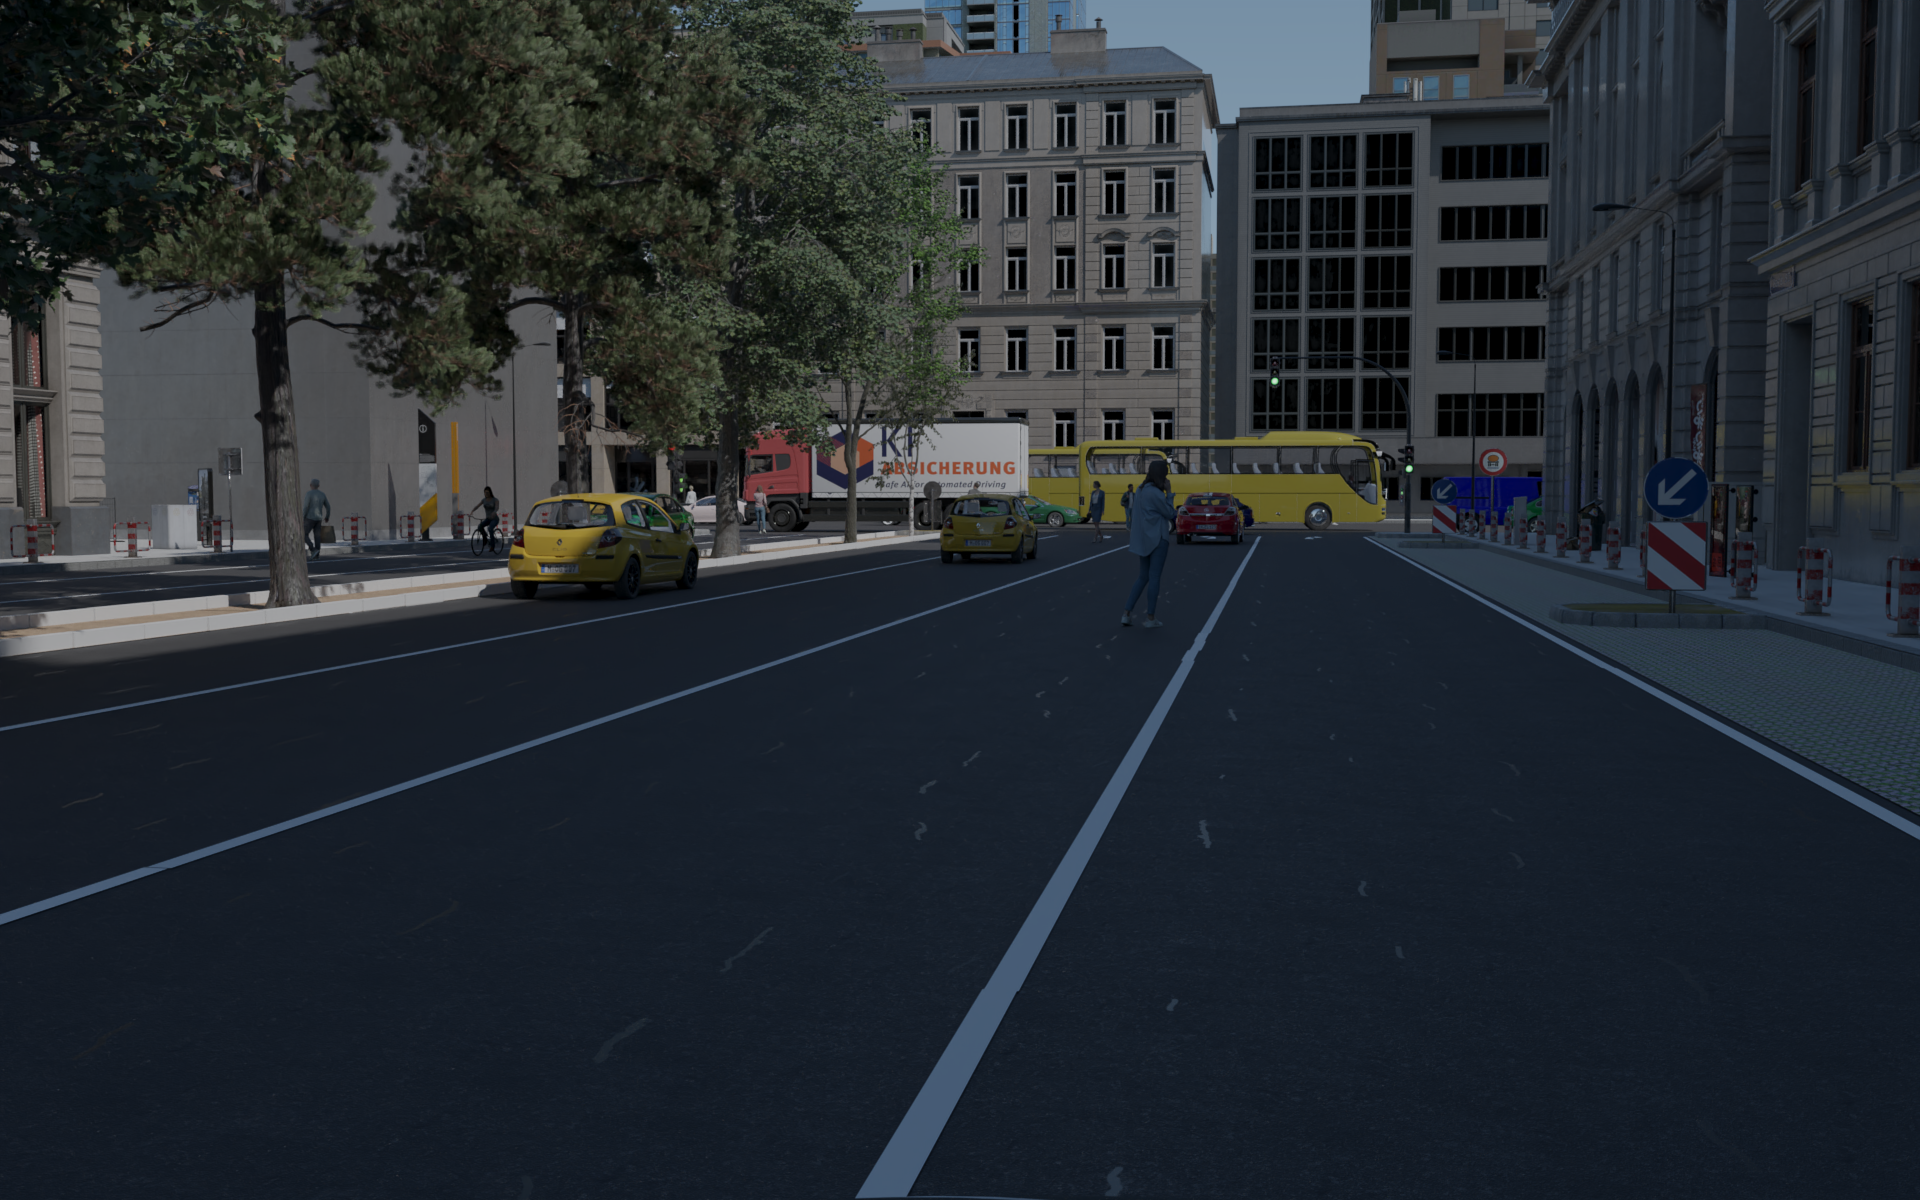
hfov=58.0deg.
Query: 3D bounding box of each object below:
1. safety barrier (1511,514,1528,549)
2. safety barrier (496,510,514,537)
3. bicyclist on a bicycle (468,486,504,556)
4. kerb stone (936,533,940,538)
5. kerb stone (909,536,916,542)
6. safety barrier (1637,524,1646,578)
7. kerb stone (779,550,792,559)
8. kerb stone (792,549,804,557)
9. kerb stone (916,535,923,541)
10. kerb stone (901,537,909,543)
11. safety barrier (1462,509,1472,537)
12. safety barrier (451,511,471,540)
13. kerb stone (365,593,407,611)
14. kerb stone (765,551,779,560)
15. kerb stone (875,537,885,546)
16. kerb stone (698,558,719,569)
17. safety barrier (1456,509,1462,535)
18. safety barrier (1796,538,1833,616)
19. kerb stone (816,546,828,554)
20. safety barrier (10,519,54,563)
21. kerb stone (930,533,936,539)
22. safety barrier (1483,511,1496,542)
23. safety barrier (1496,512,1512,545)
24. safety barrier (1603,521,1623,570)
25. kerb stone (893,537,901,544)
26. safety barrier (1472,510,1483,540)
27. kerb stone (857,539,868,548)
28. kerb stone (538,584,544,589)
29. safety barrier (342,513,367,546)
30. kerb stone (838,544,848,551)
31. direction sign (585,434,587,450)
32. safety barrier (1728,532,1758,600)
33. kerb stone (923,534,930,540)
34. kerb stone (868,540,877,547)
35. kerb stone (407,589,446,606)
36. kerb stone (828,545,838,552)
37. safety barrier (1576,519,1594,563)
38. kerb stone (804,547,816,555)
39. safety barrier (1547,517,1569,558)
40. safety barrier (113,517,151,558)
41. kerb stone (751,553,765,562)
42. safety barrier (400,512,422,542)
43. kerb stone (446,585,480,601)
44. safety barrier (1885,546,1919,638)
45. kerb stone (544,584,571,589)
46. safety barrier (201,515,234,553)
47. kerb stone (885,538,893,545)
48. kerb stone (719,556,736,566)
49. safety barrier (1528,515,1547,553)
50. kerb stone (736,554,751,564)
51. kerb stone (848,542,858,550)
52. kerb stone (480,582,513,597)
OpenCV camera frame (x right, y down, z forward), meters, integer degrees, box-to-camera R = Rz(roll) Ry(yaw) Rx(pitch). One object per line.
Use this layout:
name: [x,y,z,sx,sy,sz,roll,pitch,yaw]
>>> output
safety barrier: [13.177,-1.604,40.498,0.300,0.817,1.120,1,4,11]
safety barrier: [-13.541,-2.280,51.558,0.300,0.817,1.120,1,4,11]
bicyclist on a bicycle: [-11.022,-1.858,40.408,1.499,1.676,1.625,1,4,12]
kerb stone: [-0.801,-2.068,55.999,0.120,0.150,1.000,1,4,11]
kerb stone: [-1.562,-1.819,51.958,0.120,0.150,1.000,1,4,11]
safety barrier: [10.584,-0.755,26.623,0.300,0.817,1.120,1,4,11]
kerb stone: [-4.014,-1.011,38.808,0.120,0.150,1.000,1,4,11]
kerb stone: [-3.828,-1.078,39.821,0.120,0.150,1.000,1,4,11]
kerb stone: [-1.363,-1.881,52.969,0.120,0.150,1.000,1,4,11]
kerb stone: [-1.744,-1.759,50.949,0.120,0.150,1.000,1,4,11]
safety barrier: [15.254,-2.284,51.616,0.300,0.817,1.120,1,4,11]
safety barrier: [-14.060,-2.111,48.785,0.300,0.817,1.120,1,4,11]
kerb stone: [-7.234,0.042,21.600,0.120,0.150,1.000,1,4,11]
kerb stone: [-4.202,-0.954,37.799,0.120,0.150,1.000,1,4,11]
kerb stone: [-2.316,-1.572,47.905,0.120,0.150,1.000,1,4,11]
kerb stone: [-4.963,-0.707,33.760,0.120,0.150,1.000,1,4,11]
safety barrier: [15.778,-2.454,54.393,0.300,0.817,1.120,1,4,11]
safety barrier: [9.023,-0.246,18.293,0.300,0.817,1.120,1,4,11]
kerb stone: [-3.449,-1.202,41.847,0.120,0.150,1.000,1,4,11]
safety barrier: [-17.185,-1.090,32.091,0.300,0.817,1.120,1,4,11]
kerb stone: [-0.992,-2.006,54.991,0.120,0.150,1.000,1,4,11]
safety barrier: [14.217,-1.945,46.068,0.300,0.817,1.120,1,4,11]
safety barrier: [13.700,-1.775,43.294,0.300,0.817,1.120,1,4,11]
safety barrier: [11.098,-0.925,29.405,0.300,0.817,1.120,1,4,11]
kerb stone: [-1.930,-1.697,49.939,0.120,0.150,1.000,1,4,11]
safety barrier: [14.734,-2.114,48.843,0.300,0.817,1.120,1,4,11]
kerb stone: [-2.686,-1.449,45.884,0.120,0.150,1.000,1,4,11]
kerb stone: [-6.474,-0.212,25.654,0.120,0.150,1.000,1,4,11]
safety barrier: [-15.105,-1.770,43.212,0.300,0.817,1.120,1,4,11]
kerb stone: [-3.071,-1.323,43.864,0.120,0.150,1.000,1,4,11]
direction sign: [-13.390,-4.282,62.006,0.379,3.537,0.876,-1,4,-14]
safety barrier: [9.536,-0.415,21.067,0.300,0.817,1.120,1,4,11]
kerb stone: [-1.174,-1.942,53.980,0.120,0.150,1.000,1,4,11]
kerb stone: [-2.502,-1.506,46.896,0.120,0.150,1.000,1,4,11]
kerb stone: [-7.040,-0.025,22.611,0.120,0.150,1.000,1,4,11]
kerb stone: [-3.267,-1.262,42.857,0.120,0.150,1.000,1,4,11]
safety barrier: [11.620,-1.095,32.178,0.300,0.817,1.120,1,4,11]
kerb stone: [-3.639,-1.136,40.839,0.120,0.150,1.000,1,4,11]
safety barrier: [12.136,-1.265,34.952,0.300,0.817,1.120,1,4,11]
safety barrier: [-16.665,-1.260,34.874,0.300,0.817,1.120,1,4,11]
kerb stone: [-4.396,-0.892,36.786,0.120,0.150,1.000,1,4,11]
safety barrier: [-14.584,-1.941,46.007,0.300,0.817,1.120,1,4,11]
kerb stone: [-6.865,-0.085,23.632,0.120,0.150,1.000,1,4,11]
safety barrier: [8.500,-0.075,15.507,0.300,0.817,1.120,1,4,11]
kerb stone: [-6.285,-0.273,26.662,0.120,0.150,1.000,1,4,11]
safety barrier: [-16.144,-1.430,37.658,0.300,0.817,1.120,1,4,11]
kerb stone: [-2.127,-1.635,48.922,0.120,0.150,1.000,1,4,11]
kerb stone: [-4.768,-0.761,34.768,0.120,0.150,1.000,1,4,11]
safety barrier: [12.660,-1.434,37.724,0.300,0.817,1.120,1,4,11]
kerb stone: [-4.576,-0.831,35.776,0.120,0.150,1.000,1,4,11]
kerb stone: [-2.882,-1.385,44.873,0.120,0.150,1.000,1,4,11]
kerb stone: [-6.668,-0.149,24.639,0.120,0.150,1.000,1,4,11]
